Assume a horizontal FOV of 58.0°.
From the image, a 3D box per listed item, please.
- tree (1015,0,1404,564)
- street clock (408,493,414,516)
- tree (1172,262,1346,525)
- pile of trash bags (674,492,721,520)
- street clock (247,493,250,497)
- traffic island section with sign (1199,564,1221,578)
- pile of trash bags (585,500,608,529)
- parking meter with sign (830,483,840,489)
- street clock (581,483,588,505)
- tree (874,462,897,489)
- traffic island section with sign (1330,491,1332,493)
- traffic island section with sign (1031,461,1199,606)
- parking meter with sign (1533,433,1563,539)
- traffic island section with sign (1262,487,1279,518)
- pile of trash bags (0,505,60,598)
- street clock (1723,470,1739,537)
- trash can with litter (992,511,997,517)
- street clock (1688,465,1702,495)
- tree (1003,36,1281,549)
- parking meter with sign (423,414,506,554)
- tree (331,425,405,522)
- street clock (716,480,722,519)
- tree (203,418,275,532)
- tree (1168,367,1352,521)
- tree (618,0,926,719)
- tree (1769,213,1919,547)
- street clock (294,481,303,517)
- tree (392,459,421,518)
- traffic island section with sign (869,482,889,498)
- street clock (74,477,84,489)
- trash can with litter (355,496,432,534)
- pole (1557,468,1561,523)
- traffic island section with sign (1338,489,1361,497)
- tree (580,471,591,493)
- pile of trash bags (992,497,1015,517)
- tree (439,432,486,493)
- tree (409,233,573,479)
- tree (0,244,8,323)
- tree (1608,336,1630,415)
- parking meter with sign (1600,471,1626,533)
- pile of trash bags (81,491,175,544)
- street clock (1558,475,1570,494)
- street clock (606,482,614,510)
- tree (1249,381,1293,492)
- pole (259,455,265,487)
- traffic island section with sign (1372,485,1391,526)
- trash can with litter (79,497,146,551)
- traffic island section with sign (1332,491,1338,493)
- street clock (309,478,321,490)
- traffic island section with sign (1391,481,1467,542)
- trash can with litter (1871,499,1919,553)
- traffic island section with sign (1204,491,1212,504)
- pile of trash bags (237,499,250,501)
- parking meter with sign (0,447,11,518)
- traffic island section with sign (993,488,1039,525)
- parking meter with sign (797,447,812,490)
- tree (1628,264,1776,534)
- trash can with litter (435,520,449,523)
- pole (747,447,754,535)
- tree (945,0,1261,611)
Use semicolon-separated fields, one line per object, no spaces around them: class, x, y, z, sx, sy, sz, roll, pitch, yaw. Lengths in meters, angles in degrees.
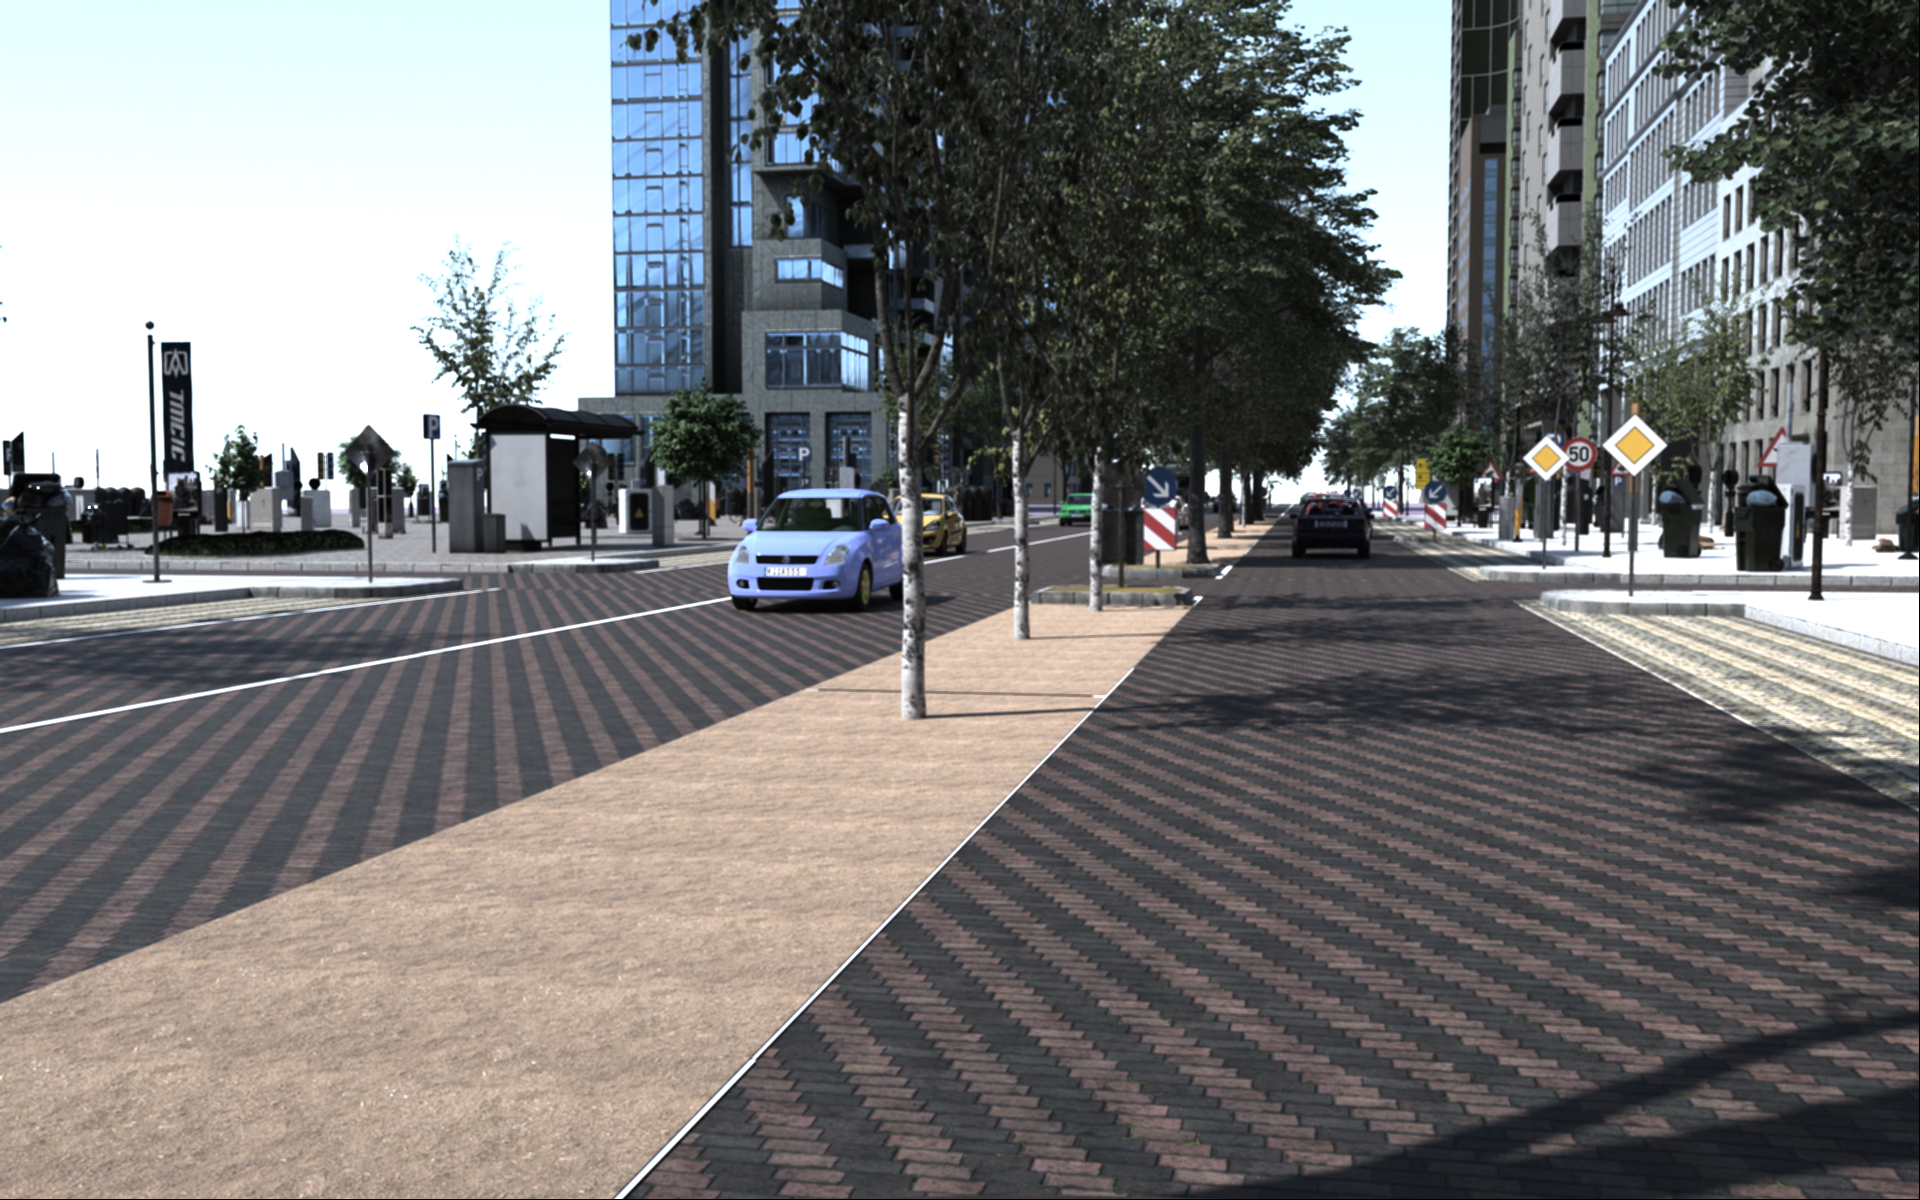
tree;4.873;-6.976;34.649;7.486;12.596;7.792;0;3;0
street clock;-30.992;-5.700;97.770;0.358;2.002;0.471;1;4;9
tree;13.423;-10.492;80.654;9.857;13.997;8.962;0;3;0
pile of trash bags;-13.256;-4.712;86.787;1.912;1.369;3.447;2;4;35
street clock;-48.197;-6.926;117.806;0.471;2.002;0.358;2;4;28
traffic island section with sign;3.542;-1.365;30.447;2.006;1.907;1.989;1;4;11
pile of trash bags;-14.854;-3.376;64.958;3.447;1.369;1.912;0;4;2
parking meter with sign;-6.306;-5.676;89.056;0.543;3.016;1.738;-3;5;-43
street clock;-18.534;-4.948;85.470;0.471;2.002;0.358;-2;4;-33
tree;-4.390;-6.703;104.195;1.663;3.219;1.824;0;3;0
traffic island section with sign;45.141;-12.227;208.544;1.989;1.847;2.006;1;4;11
traffic island section with sign;2.092;-0.920;23.183;2.006;1.907;1.989;1;4;11
parking meter with sign;16.942;-3.293;50.101;0.543;3.016;1.738;0;4;7
traffic island section with sign;18.147;-5.873;104.158;2.006;1.907;1.989;1;4;11
pile of trash bags;-13.120;-0.727;21.635;3.447;1.369;1.912;-1;4;-19
street clock;23.081;-2.895;51.907;0.358;2.002;0.471;-1;4;-10
trash can with litter;1.585;-5.166;95.859;1.055;1.170;0.624;-1;4;-21
street clock;18.330;-2.365;43.245;0.358;2.002;0.471;1;4;11
tree;6.124;-8.086;45.038;12.009;13.543;11.850;0;3;0
parking meter with sign;-10.733;-2.532;37.651;1.738;3.016;0.543;1;4;16
tree;-27.852;-5.963;81.207;4.285;4.588;4.351;0;3;0
street clock;-14.049;-5.773;98.962;0.358;2.002;0.471;3;4;37
tree;-18.026;-3.007;43.772;1.663;3.219;1.824;0;3;0
tree;15.610;-10.488;90.950;9.611;12.733;9.660;0;3;0
tree;-0.325;-3.529;10.516;4.360;8.622;3.978;0;3;0
tree;21.980;-5.609;42.065;4.360;8.622;3.978;0;3;0
street clock;-36.874;-5.625;96.540;0.471;2.002;0.358;-2;4;-27
tree;-30.358;-6.150;95.153;1.663;3.219;1.824;0;3;0
traffic island section with sign;-2.638;-2.821;54.755;1.989;1.847;2.006;1;4;11
street clock;-36.662;-4.131;72.115;0.471;2.002;0.358;3;4;36
trash can with litter;-18.478;-2.732;55.732;2.233;1.210;1.678;2;4;26
pole;24.392;-4.692;70.549;0.158;3.312;0.155;0;3;0
traffic island section with sign;28.992;-7.247;127.119;1.989;1.847;2.006;1;4;11
tree;-17.845;-5.232;80.141;1.663;3.219;1.824;0;3;0
pile of trash bags;1.553;-5.385;97.789;3.447;1.369;1.912;-1;4;-9
tree;-15.096;-3.628;53.927;1.663;3.219;1.824;0;3;0
tree;-13.562;-6.083;49.815;4.737;8.622;4.395;0;3;0
tree;-22.981;-5.364;38.060;4.737;8.622;4.395;0;3;0
tree;28.052;-7.267;69.172;4.737;8.622;4.395;0;3;0
parking meter with sign;21.701;-3.739;57.387;0.543;3.016;1.738;0;4;0
pile of trash bags;-22.397;-2.177;45.348;3.447;1.369;1.912;-1;4;-15
street clock;23.247;-3.802;66.730;0.471;2.002;0.358;-3;5;-42
street clock;-21.730;-6.298;107.537;0.471;2.002;0.358;-2;4;-34
tree;11.961;-7.333;72.712;4.360;8.622;3.978;0;3;0
pole;-36.108;-5.859;89.644;0.158;3.312;0.155;0;3;0
traffic island section with sign;19.351;-4.273;78.493;1.989;1.847;2.006;1;4;11
trash can with litter;-18.979;-1.757;39.778;2.233;1.210;1.678;-2;4;-25
traffic island section with sign;34.315;-8.891;153.998;1.989;1.847;2.006;1;4;11
street clock;-29.090;-4.498;78.113;0.471;2.002;0.358;0;4;3
traffic island section with sign;14.117;-2.656;52.049;1.989;1.847;2.006;1;4;11
trash can with litter;20.654;-1.628;37.997;1.055;1.170;0.624;0;4;-1
traffic island section with sign;33.669;-14.025;237.943;1.989;1.847;2.006;1;4;11
pile of trash bags;-41.330;-5.562;100.686;3.447;1.369;1.912;-2;4;-30
parking meter with sign;-36.279;-4.186;64.708;1.738;3.016;0.543;0;4;5
traffic island section with sign;2.695;-4.468;81.687;1.989;1.847;2.006;1;4;11
parking meter with sign;-5.724;-4.179;64.590;0.543;3.016;1.738;0;4;1
tree;24.374;-6.474;56.213;4.737;8.622;4.395;0;3;0
trash can with litter;-23.148;-3.978;76.098;2.233;1.210;1.678;-2;4;-28
pole;-6.497;-3.662;53.725;0.158;3.312;0.155;0;3;0
tree;1.662;-4.173;21.049;4.737;8.622;4.395;0;3;0
